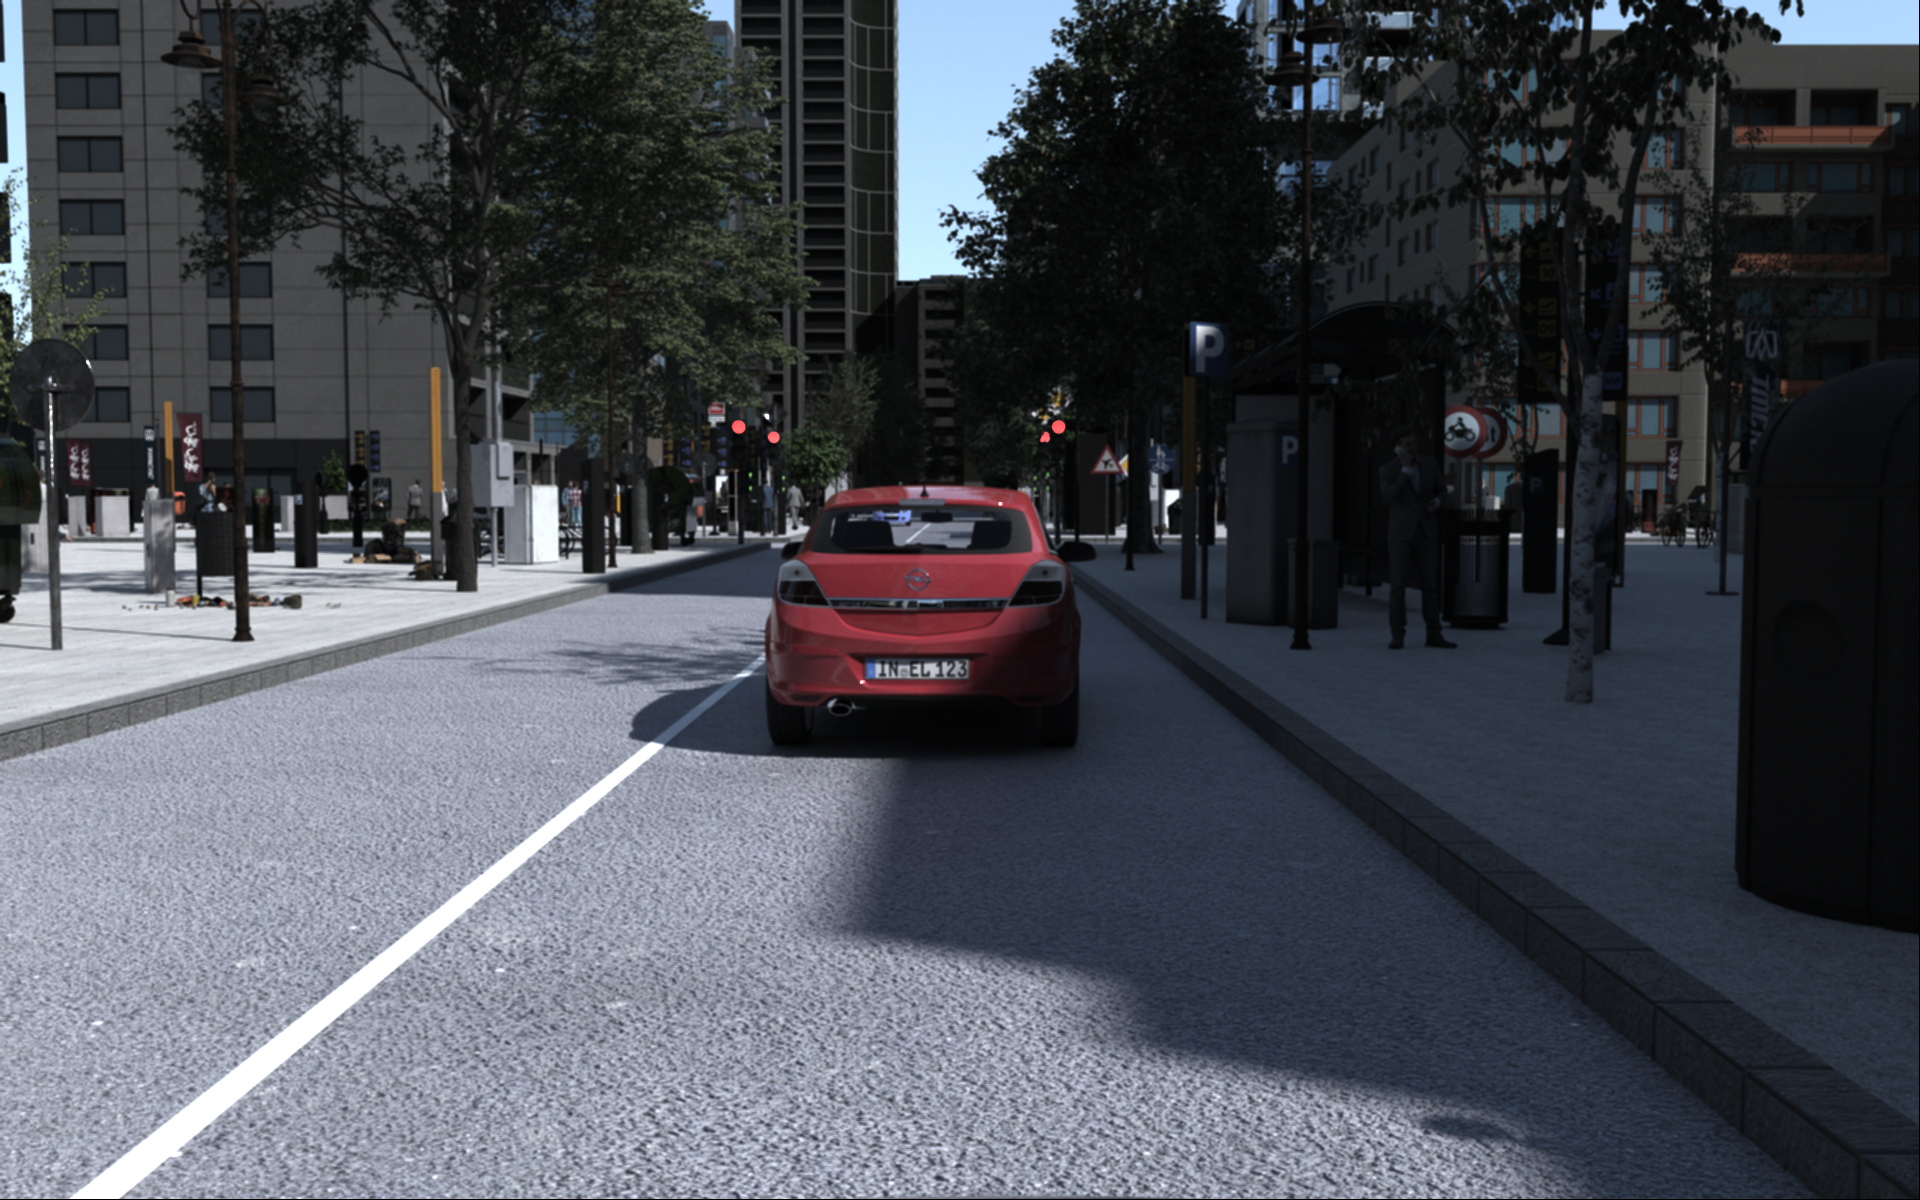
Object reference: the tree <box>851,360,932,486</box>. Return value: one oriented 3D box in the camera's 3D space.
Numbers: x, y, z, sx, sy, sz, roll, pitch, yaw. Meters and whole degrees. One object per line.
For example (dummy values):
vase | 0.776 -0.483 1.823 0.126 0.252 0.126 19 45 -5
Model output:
tree | -6.324 -14.013 147.233 7.486 12.596 7.792 0 3 0

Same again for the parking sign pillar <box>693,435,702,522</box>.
parking sign pillar | -12.358 -5.571 79.551 1.447 3.967 1.447 -3 4 -37

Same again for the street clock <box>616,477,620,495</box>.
street clock | -11.394 -3.311 58.706 0.358 2.002 0.471 3 5 43

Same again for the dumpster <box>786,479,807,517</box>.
dumpster | -9.512 -5.855 98.215 1.502 2.255 1.985 0 4 0

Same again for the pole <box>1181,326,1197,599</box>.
pole | 2.793 -1.666 21.079 0.158 3.312 0.155 0 3 0

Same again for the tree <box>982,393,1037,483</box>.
tree | 4.355 -12.263 118.630 7.486 12.596 7.792 0 3 0

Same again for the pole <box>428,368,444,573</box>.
pole | -8.496 -2.093 28.063 0.158 3.312 0.155 0 3 0

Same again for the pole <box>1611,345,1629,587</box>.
pole | 9.066 -1.832 23.795 0.158 3.312 0.155 0 3 0

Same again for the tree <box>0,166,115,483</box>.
tree | -21.459 -5.396 38.581 4.737 8.622 4.395 0 3 0

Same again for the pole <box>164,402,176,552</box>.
pole | -17.480 -2.720 38.311 0.158 3.312 0.155 0 3 0

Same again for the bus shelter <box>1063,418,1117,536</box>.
bus shelter | 4.065 -3.997 56.636 1.731 3.624 6.357 0 4 0

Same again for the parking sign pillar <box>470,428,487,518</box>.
parking sign pillar | -19.578 -5.017 70.492 1.447 3.967 1.447 2 4 30

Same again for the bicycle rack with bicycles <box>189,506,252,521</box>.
bicycle rack with bicycles | -30.955 -3.708 74.009 2.925 0.926 2.852 1 4 11

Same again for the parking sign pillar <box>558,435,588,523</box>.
parking sign pillar | -17.253 -5.436 77.354 1.447 3.967 1.447 -1 4 -13

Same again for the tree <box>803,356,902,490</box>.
tree | -6.020 -8.691 92.468 4.737 8.622 4.395 0 3 0

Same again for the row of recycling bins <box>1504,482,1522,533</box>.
row of recycling bins | 18.771 -3.111 57.977 1.069 1.692 3.534 1 4 12

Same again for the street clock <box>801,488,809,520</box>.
street clock | -6.866 -4.414 76.747 0.471 2.002 0.358 -1 4 -12

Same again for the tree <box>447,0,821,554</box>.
tree | -6.781 -7.239 36.481 7.486 12.596 7.792 0 3 0

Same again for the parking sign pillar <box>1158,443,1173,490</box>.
parking sign pillar | 10.951 -6.372 92.657 1.447 3.967 1.447 -1 4 -13

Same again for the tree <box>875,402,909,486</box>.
tree | -5.425 -17.226 198.656 9.611 12.733 9.660 0 3 0

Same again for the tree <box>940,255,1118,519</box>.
tree | 4.222 -11.122 88.507 9.857 13.997 8.962 0 3 0

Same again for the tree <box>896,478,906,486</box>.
tree | -6.070 -11.728 186.356 1.663 3.219 1.824 0 3 0

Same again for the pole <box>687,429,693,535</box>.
pole | -8.519 -3.720 54.667 0.158 3.312 0.155 0 3 0

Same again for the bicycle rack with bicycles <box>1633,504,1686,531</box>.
bicycle rack with bicycles | 23.814 -2.827 59.604 2.925 0.926 2.852 -3 4 -38

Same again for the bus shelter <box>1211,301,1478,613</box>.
bus shelter | 4.426 -1.655 20.978 2.014 3.302 5.546 0 4 0

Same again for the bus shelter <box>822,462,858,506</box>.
bus shelter | -7.257 -6.699 103.457 2.014 3.302 5.546 0 3 0

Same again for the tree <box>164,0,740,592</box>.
tree | -6.664 -5.368 22.180 8.767 10.594 7.601 2 4 26

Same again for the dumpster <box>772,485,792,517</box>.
dumpster | -9.670 -5.432 94.576 1.264 1.857 1.865 0 4 0

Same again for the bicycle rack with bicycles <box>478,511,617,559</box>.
bicycle rack with bicycles | -8.711 -1.334 35.198 2.925 0.926 2.852 0 4 5

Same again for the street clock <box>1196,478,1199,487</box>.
street clock | 10.998 -4.626 80.205 0.471 2.002 0.358 3 4 38

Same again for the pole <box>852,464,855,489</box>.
pole | -7.140 -7.484 116.210 0.158 3.312 0.155 0 3 0

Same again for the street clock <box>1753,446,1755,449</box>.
street clock | 10.006 -1.024 21.317 0.471 2.002 0.358 3 4 36

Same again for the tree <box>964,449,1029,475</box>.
tree | 4.469 -15.059 180.623 8.767 10.594 7.601 -2 4 -24

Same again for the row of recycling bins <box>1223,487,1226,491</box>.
row of recycling bins | 14.122 -5.329 94.240 3.534 1.692 1.069 0 4 8

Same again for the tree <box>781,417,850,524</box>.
tree | -6.344 -5.509 73.784 4.285 4.588 4.351 0 3 0

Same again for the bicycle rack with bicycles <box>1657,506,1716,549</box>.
bicycle rack with bicycles | 18.237 -1.709 41.329 2.852 0.926 2.925 1 4 10

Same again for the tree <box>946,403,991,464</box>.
tree | 3.805 -15.718 167.353 12.009 13.543 11.850 0 3 0

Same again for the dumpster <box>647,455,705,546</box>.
dumpster | -7.240 -2.484 43.112 1.502 2.255 1.985 0 3 0

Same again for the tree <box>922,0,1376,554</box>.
tree | 3.938 -7.349 37.171 9.611 12.733 9.660 0 3 0

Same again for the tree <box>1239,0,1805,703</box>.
tree | 3.818 -3.690 10.688 4.360 8.622 3.978 0 3 0

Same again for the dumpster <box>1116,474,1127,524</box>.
dumpster | 7.422 -4.477 75.691 1.502 2.255 1.985 0 4 0

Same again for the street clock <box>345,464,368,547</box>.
street clock | -14.593 -2.284 41.919 0.471 2.002 0.358 -3 5 -39

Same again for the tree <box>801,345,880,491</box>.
tree | -5.943 -8.305 86.157 4.360 8.622 3.978 0 3 0

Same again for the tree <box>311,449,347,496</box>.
tree | -26.815 -4.848 73.862 1.663 3.219 1.824 0 3 0

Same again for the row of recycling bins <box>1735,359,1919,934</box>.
row of recycling bins | 4.288 0.108 5.353 3.534 1.692 1.069 0 4 0

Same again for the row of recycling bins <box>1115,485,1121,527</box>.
row of recycling bins | 5.805 -3.726 68.030 1.069 1.692 3.534 1 4 10

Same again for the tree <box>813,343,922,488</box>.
tree | -6.491 -11.920 120.652 9.928 11.665 9.643 0 3 0

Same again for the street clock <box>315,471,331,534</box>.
street clock | -20.441 -3.122 55.615 0.471 2.002 0.358 1 4 23

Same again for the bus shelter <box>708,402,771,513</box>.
bus shelter | -9.888 -6.151 78.203 2.179 5.291 8.768 0 3 0

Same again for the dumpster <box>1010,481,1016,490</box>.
dumpster | 4.155 -7.615 126.995 1.502 2.255 1.985 0 4 0

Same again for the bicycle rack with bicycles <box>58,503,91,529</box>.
bicycle rack with bicycles | -35.965 -3.454 69.854 2.852 0.926 2.925 -1 4 -13

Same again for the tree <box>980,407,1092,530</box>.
tree | 3.770 -4.797 62.139 4.285 4.588 4.351 0 3 0
